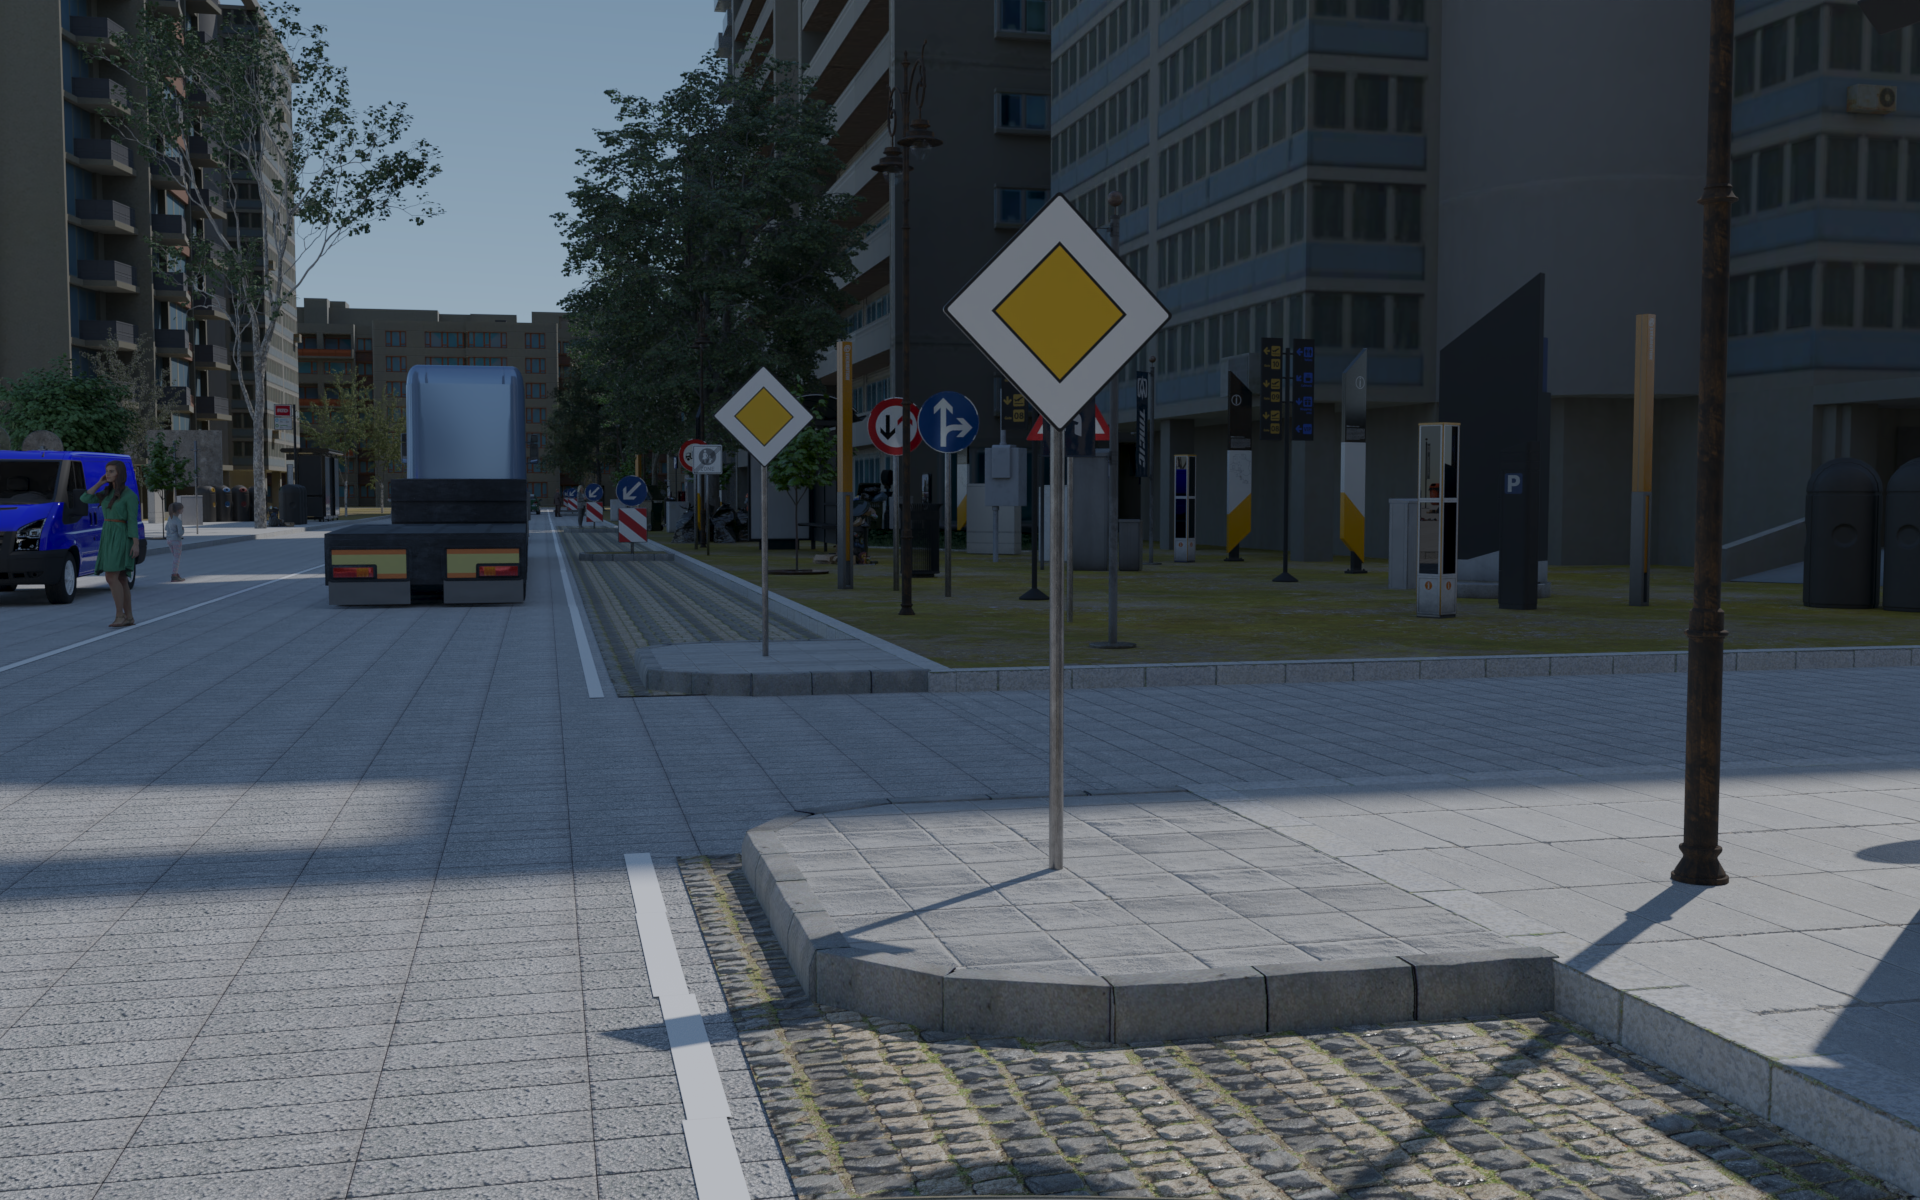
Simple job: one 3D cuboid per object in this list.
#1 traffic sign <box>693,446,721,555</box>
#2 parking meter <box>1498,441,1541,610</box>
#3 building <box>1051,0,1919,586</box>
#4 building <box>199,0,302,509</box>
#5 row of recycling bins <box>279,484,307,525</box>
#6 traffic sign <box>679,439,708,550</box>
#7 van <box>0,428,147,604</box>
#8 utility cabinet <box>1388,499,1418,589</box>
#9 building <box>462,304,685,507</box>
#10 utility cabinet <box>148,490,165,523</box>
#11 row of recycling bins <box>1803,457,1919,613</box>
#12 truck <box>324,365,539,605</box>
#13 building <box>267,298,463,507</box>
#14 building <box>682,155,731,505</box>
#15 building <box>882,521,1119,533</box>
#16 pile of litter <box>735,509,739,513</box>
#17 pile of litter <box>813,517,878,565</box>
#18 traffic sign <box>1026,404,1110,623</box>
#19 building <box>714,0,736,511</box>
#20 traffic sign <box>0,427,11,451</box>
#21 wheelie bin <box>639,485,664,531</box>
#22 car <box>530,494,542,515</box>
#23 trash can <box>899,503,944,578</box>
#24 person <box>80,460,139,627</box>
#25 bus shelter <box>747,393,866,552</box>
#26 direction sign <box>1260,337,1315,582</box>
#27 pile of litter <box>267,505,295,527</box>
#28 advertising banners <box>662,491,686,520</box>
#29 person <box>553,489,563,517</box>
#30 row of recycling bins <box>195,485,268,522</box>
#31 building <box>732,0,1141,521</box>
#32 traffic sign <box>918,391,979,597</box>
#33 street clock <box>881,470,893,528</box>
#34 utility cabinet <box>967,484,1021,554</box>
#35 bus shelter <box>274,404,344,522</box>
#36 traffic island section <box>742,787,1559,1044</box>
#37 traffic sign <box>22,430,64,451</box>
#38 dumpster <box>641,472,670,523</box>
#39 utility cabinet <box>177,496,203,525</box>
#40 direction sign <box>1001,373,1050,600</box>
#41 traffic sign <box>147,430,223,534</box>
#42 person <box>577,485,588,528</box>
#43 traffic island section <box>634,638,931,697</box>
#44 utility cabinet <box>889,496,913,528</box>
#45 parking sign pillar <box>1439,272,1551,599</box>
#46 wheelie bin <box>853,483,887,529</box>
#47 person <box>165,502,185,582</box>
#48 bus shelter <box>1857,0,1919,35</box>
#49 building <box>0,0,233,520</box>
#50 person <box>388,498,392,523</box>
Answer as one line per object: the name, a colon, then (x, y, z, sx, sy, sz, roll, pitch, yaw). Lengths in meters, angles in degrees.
traffic sign: (-5.256, -2.076, 36.080, 0.606, 2.300, 0.079, -1, 4, -9)
parking meter: (6.217, -0.830, 19.287, 0.255, 1.863, 0.399, -3, 4, -38)
building: (16.048, -21.276, 39.742, 23.993, 40.220, 32.217, -1, 4, -13)
building: (-62.608, -26.728, 128.885, 23.993, 40.220, 32.217, -1, 4, -13)
row of recycling bins: (-28.231, -4.054, 73.388, 1.069, 1.692, 3.534, -1, 4, -16)
traffic sign: (-6.100, -2.439, 39.990, 0.768, 2.556, 0.104, 0, 4, -8)
van: (-12.917, -1.204, 24.063, 2.240, 2.365, 5.245, -1, 4, -13)
utility cabinet: (6.218, -0.772, 23.782, 0.306, 1.237, 1.020, 3, 4, 36)
building: (-38.528, -21.101, 190.044, 28.899, 21.520, 27.650, -1, 4, -13)
utility cabinet: (-35.112, -4.094, 75.616, 0.318, 1.500, 1.173, 0, 4, -6)
row of recycling bins: (10.959, -0.707, 18.677, 1.069, 1.692, 3.534, -3, 5, -44)
truck: (-8.949, -2.505, 30.708, 2.967, 4.110, 18.799, -1, 4, -14)
building: (-66.836, -20.742, 184.177, 28.899, 21.520, 27.650, -1, 4, -13)
building: (-17.046, -23.134, 149.944, 14.160, 30.474, 14.107, -1, 4, -13)
building: (5.841, -27.096, 66.721, 21.300, 48.544, 21.600, -1, 4, -13)
pile of litter: (-7.040, -2.432, 53.723, 1.176, 0.858, 1.719, -1, 4, -16)
pile of litter: (-2.123, -1.097, 31.898, 1.176, 0.858, 1.719, -1, 4, -13)
traffic sign: (1.096, -1.055, 17.247, 0.884, 2.594, 0.081, 0, 4, -5)
building: (-6.299, -31.160, 129.080, 23.786, 49.044, 30.456, -1, 4, -13)
traffic sign: (-17.357, -1.886, 30.945, 0.768, 2.556, 0.104, -1, 4, -11)
wheelie bin: (-10.706, -3.179, 59.878, 0.693, 1.594, 0.980, 2, 4, 30)
car: (-30.420, -6.716, 121.599, 2.131, 1.459, 4.920, -1, 4, -12)
trash can: (-0.618, -0.920, 26.693, 0.748, 1.137, 0.748, 0, 3, 0)
person: (-9.014, -0.601, 18.572, 0.600, 1.795, 0.529, 1, 4, 10)
bus shelter: (-3.515, -2.663, 37.469, 2.014, 3.302, 5.546, -1, 4, -14)
direction sign: (4.761, -2.034, 25.250, 0.876, 3.537, 0.379, -1, 4, -20)
pile of litter: (-26.733, -3.307, 68.031, 1.176, 0.858, 1.719, -1, 4, -20)
advertising banners: (-13.659, -5.440, 85.137, 2.074, 3.025, 0.090, -1, 4, -10)
person: (-25.100, -6.066, 108.237, 0.434, 1.755, 0.990, -3, 5, -41)
row of recycling bins: (-33.664, -4.455, 79.952, 1.069, 1.692, 3.534, 2, 4, 32)
building: (-1.761, -29.343, 103.466, 21.300, 48.544, 21.600, -1, 4, -13)
traffic sign: (-0.148, -1.311, 21.544, 0.768, 2.556, 0.104, 0, 4, -6)
street clock: (-2.146, -2.858, 51.294, 0.358, 2.002, 0.471, 2, 4, 23)
utility cabinet: (0.723, -1.715, 36.720, 1.173, 1.500, 0.318, 2, 4, 31)
bus shelter: (-30.134, -6.269, 80.125, 2.179, 5.291, 8.768, -1, 4, -14)
traffic island section: (0.347, 0.999, 5.951, 2.009, 0.180, 2.903, -1, 4, -13)
traffic sign: (-18.284, -2.107, 34.553, 0.768, 2.556, 0.104, -1, 4, -12)
dumpster: (-13.567, -4.509, 76.210, 1.502, 2.255, 1.985, -1, 4, -14)
utility cabinet: (-31.782, -3.689, 71.473, 0.306, 1.237, 1.020, 2, 4, 28)
direction sign: (0.905, -1.771, 20.957, 0.876, 3.537, 0.379, 2, 4, 25)
traffic sign: (-24.632, -3.744, 55.083, 2.265, 3.308, 0.079, 0, 4, -7)
person: (-15.497, -3.825, 71.229, 0.526, 1.800, 0.537, 3, 5, 45)
traffic island section: (-1.520, 0.524, 13.715, 2.009, 0.180, 2.903, -1, 4, -13)
utility cabinet: (-1.696, -2.369, 49.889, 0.306, 1.237, 1.020, 2, 4, 23)
parking sign pillar: (6.693, -2.034, 21.725, 1.447, 3.967, 1.447, 3, 5, 41)
wheelie bin: (-2.496, -2.491, 48.638, 0.980, 1.594, 0.693, -1, 4, -20)
person: (-12.816, -0.951, 28.329, 0.425, 1.301, 0.394, 1, 4, 19)
bus shelter: (4.489, -0.564, 3.153, 2.014, 3.302, 5.546, -1, 4, -13)
building: (-52.969, -26.858, 93.759, 22.147, 44.769, 28.867, -1, 4, -13)
person: (-25.190, -4.185, 77.119, 0.583, 1.804, 0.606, 1, 4, 14)
